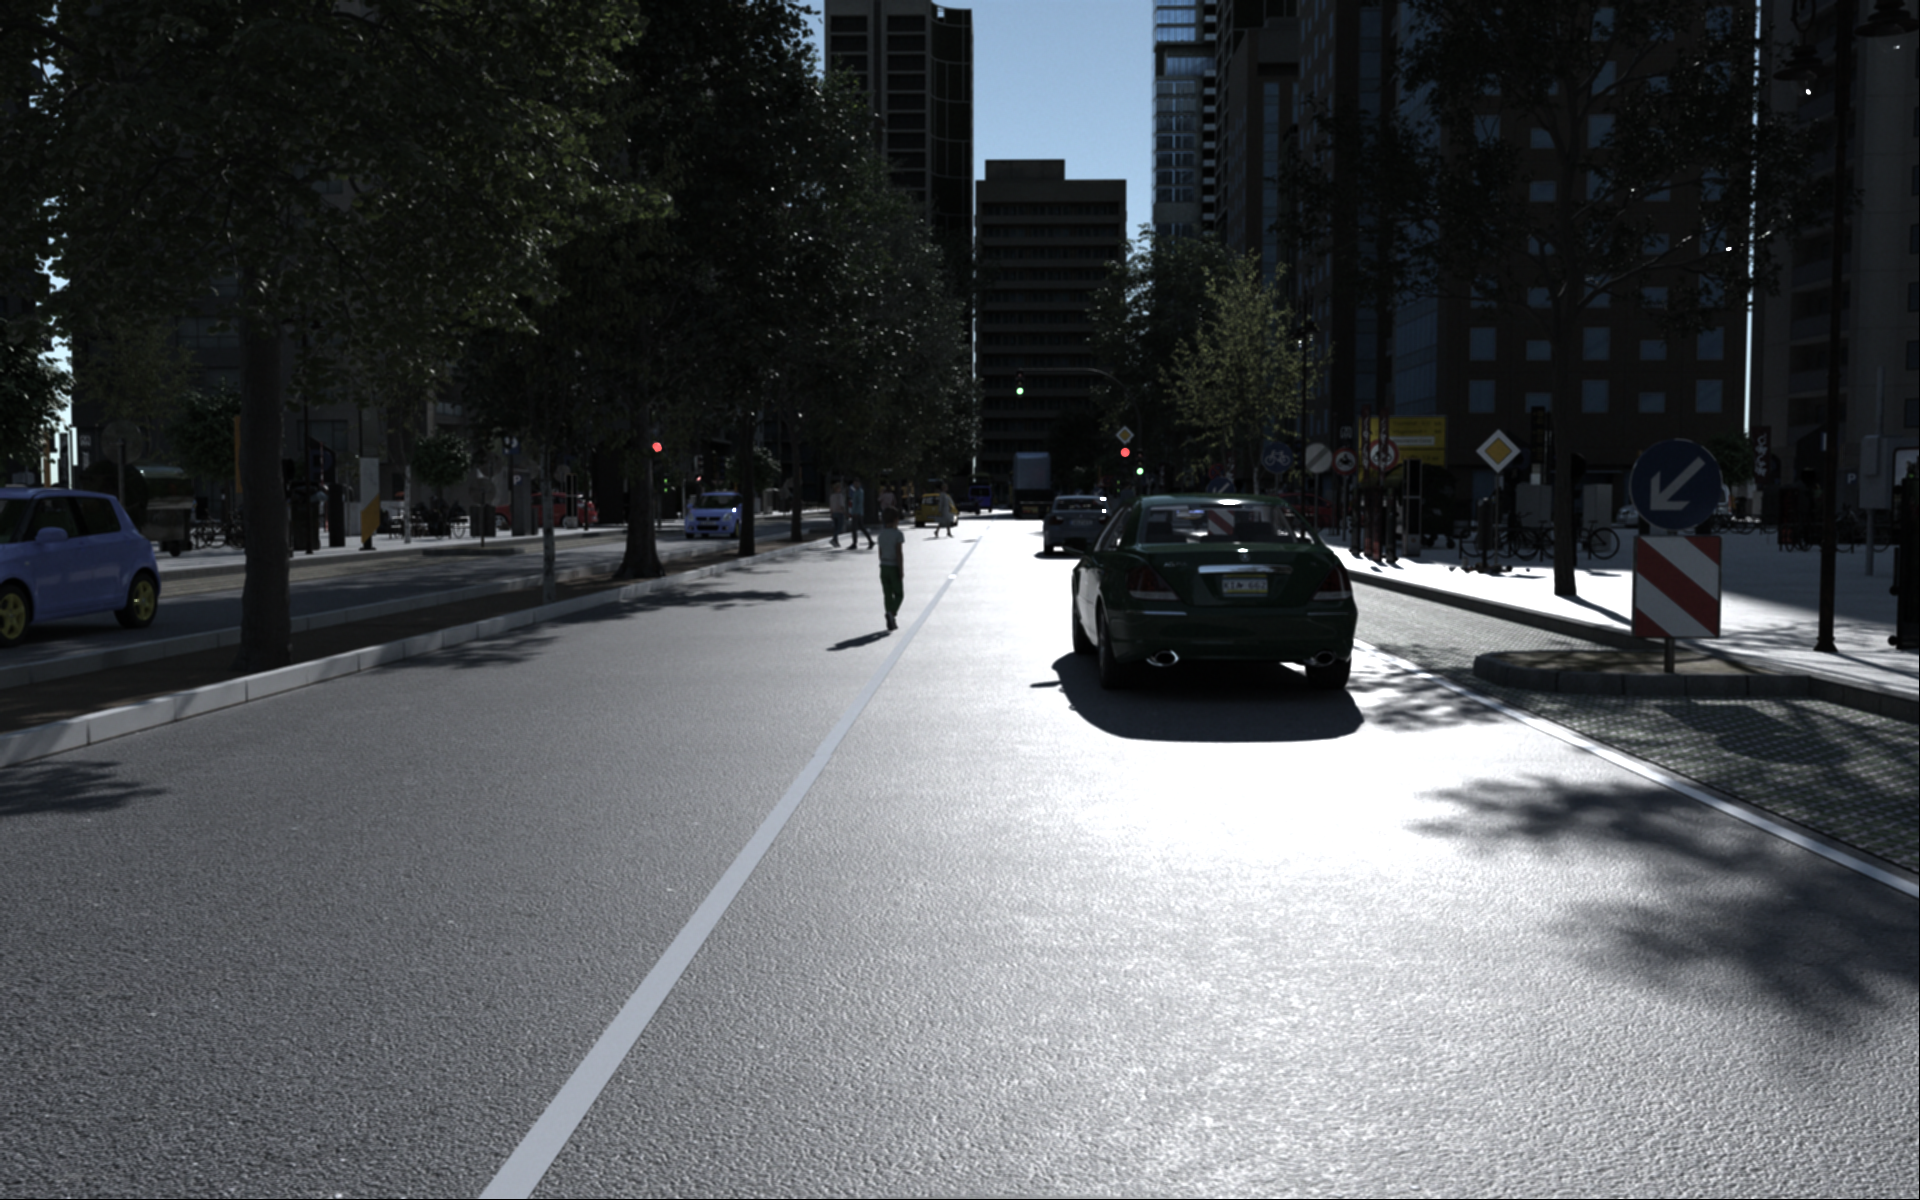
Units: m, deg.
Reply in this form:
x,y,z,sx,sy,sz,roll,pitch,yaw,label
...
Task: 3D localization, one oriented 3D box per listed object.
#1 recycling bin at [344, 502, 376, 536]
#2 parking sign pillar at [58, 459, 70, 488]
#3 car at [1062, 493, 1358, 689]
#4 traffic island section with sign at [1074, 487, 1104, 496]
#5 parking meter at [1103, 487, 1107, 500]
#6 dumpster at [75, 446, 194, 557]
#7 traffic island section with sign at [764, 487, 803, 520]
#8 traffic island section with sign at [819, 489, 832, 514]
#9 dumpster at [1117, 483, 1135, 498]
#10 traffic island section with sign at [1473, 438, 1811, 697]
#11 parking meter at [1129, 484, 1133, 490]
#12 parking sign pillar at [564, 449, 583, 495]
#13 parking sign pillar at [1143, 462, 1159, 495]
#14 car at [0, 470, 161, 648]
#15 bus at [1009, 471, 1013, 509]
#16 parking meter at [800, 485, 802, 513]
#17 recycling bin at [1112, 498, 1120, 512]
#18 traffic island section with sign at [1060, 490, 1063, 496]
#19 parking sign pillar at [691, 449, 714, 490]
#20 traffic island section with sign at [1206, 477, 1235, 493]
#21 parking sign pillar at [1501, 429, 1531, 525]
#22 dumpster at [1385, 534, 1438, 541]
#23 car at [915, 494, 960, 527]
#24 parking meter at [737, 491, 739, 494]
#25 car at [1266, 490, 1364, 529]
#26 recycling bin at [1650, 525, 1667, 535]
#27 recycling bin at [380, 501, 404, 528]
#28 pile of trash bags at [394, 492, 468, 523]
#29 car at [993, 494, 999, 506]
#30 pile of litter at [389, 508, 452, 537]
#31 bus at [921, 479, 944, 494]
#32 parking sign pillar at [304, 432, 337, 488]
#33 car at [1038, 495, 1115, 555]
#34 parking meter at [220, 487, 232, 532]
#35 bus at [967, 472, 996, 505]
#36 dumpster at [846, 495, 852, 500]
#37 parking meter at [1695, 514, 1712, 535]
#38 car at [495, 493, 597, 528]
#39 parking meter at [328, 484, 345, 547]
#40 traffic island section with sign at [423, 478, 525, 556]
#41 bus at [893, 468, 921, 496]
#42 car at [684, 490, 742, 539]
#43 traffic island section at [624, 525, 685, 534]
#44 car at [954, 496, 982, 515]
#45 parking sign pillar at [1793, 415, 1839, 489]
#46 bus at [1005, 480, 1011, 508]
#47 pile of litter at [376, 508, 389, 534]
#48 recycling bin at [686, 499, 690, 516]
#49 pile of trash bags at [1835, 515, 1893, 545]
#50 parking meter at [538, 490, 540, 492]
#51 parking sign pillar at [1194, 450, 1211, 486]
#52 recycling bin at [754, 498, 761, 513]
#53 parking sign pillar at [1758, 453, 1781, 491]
x,y,z,sx,sy,sz,roll,pitch,yaw,label
-18.492,-2.493,53.318,0.722,1.027,0.722,2,4,32,recycling bin
-68.385,-8.790,132.191,1.447,3.967,1.447,-1,4,-12,parking sign pillar
1.934,-0.143,14.142,2.131,1.459,4.920,0,4,0,car
7.546,-5.380,96.594,1.989,1.847,2.006,0,4,2,traffic island section with sign
10.276,-7.188,123.235,0.399,1.863,0.255,-2,4,-27,parking meter
-16.493,-1.965,34.616,1.502,2.255,1.985,0,4,2,dumpster
-9.750,-5.355,96.179,1.989,1.847,2.006,0,4,2,traffic island section with sign
-8.920,-7.009,123.223,1.989,1.847,2.006,0,4,2,traffic island section with sign
12.023,-7.427,123.926,1.502,2.255,1.985,0,4,2,dumpster
5.025,-0.276,13.141,1.989,1.847,2.006,0,4,2,traffic island section with sign
9.813,-5.783,100.271,0.399,1.863,0.255,3,5,39,parking meter
-19.081,-5.937,85.544,1.447,3.967,1.447,-2,4,-35,parking sign pillar
14.970,-9.001,135.632,1.447,3.967,1.447,3,5,44,parking sign pillar
-9.615,-0.470,17.278,1.945,1.707,3.694,0,4,3,car
6.062,-10.652,165.705,2.896,3.916,12.252,0,4,3,bus
-10.944,-6.832,117.410,0.399,1.863,0.255,0,4,6,parking meter
10.058,-5.884,108.764,0.722,1.027,0.722,-3,4,-36,recycling bin
8.374,-7.063,124.100,1.989,1.847,2.006,0,4,2,traffic island section with sign
-15.438,-7.063,103.945,1.447,3.967,1.447,1,4,16,parking sign pillar
5.838,-1.924,40.084,1.989,1.847,2.006,0,4,2,traffic island section with sign
23.127,-5.074,71.439,1.447,3.967,1.447,3,4,36,parking sign pillar
12.566,-2.813,48.481,1.502,2.255,1.985,0,4,2,dumpster
-1.018,-4.042,76.313,2.015,1.641,3.980,0,4,4,car
-17.757,-7.896,137.515,0.372,1.533,0.369,0,3,0,parking meter
13.187,-3.453,65.492,4.494,1.783,2.155,0,4,2,car
20.499,-2.319,50.462,0.722,1.027,0.722,1,4,22,recycling bin
-20.793,-3.116,63.505,0.722,1.027,0.722,0,4,-4,recycling bin
-23.620,-4.099,76.766,1.912,1.369,3.447,2,4,31,pile of trash bags
3.763,-12.384,212.698,2.015,1.641,3.980,0,4,3,car
-16.245,-2.375,52.790,1.176,0.858,1.719,3,5,45,pile of litter
-3.205,-12.995,207.333,2.948,3.499,13.247,0,4,0,bus
-27.803,-5.312,75.316,1.447,3.967,1.447,-1,4,-15,parking sign pillar
2.894,-1.826,41.860,2.014,1.417,4.499,0,4,3,car
-24.791,-3.063,58.490,0.372,1.533,0.369,0,3,0,parking meter
2.379,-12.518,196.220,2.896,3.916,12.252,0,4,3,bus
-8.764,-7.800,135.751,1.865,1.857,1.264,0,4,3,dumpster
18.629,-2.139,43.378,0.372,1.533,0.369,0,3,0,parking meter
-16.375,-3.559,67.228,4.494,1.783,2.155,0,4,1,car
-15.186,-2.066,42.190,0.372,1.533,0.369,0,3,0,parking meter
-11.413,-1.977,40.946,1.989,1.847,2.006,0,4,2,traffic island section with sign
-5.193,-10.148,157.468,2.896,3.916,12.252,0,4,3,bus
-7.928,-2.893,56.897,1.945,1.707,3.694,0,4,3,car
-11.059,-2.528,63.615,2.009,0.180,2.903,0,4,2,traffic island section
0.524,-6.592,120.365,1.945,1.354,3.894,0,4,3,car
29.241,-4.327,59.217,1.447,3.967,1.447,1,4,13,parking sign pillar
6.240,-11.395,181.165,2.948,3.499,13.247,0,4,0,bus
-18.650,-2.582,56.186,1.719,0.858,1.176,2,4,25,pile of litter
-17.575,-6.189,113.745,0.722,1.027,0.722,-1,4,-11,recycling bin
24.258,-2.134,44.644,3.447,1.369,1.912,-1,4,-15,pile of trash bags
-23.568,-5.389,96.519,0.372,1.533,0.369,0,3,0,parking meter
13.696,-6.619,96.700,1.447,3.967,1.447,-2,4,-35,parking sign pillar
-13.633,-6.256,114.845,0.722,1.027,0.722,1,4,15,recycling bin
44.288,-6.502,94.775,1.447,3.967,1.447,-1,4,-14,parking sign pillar
